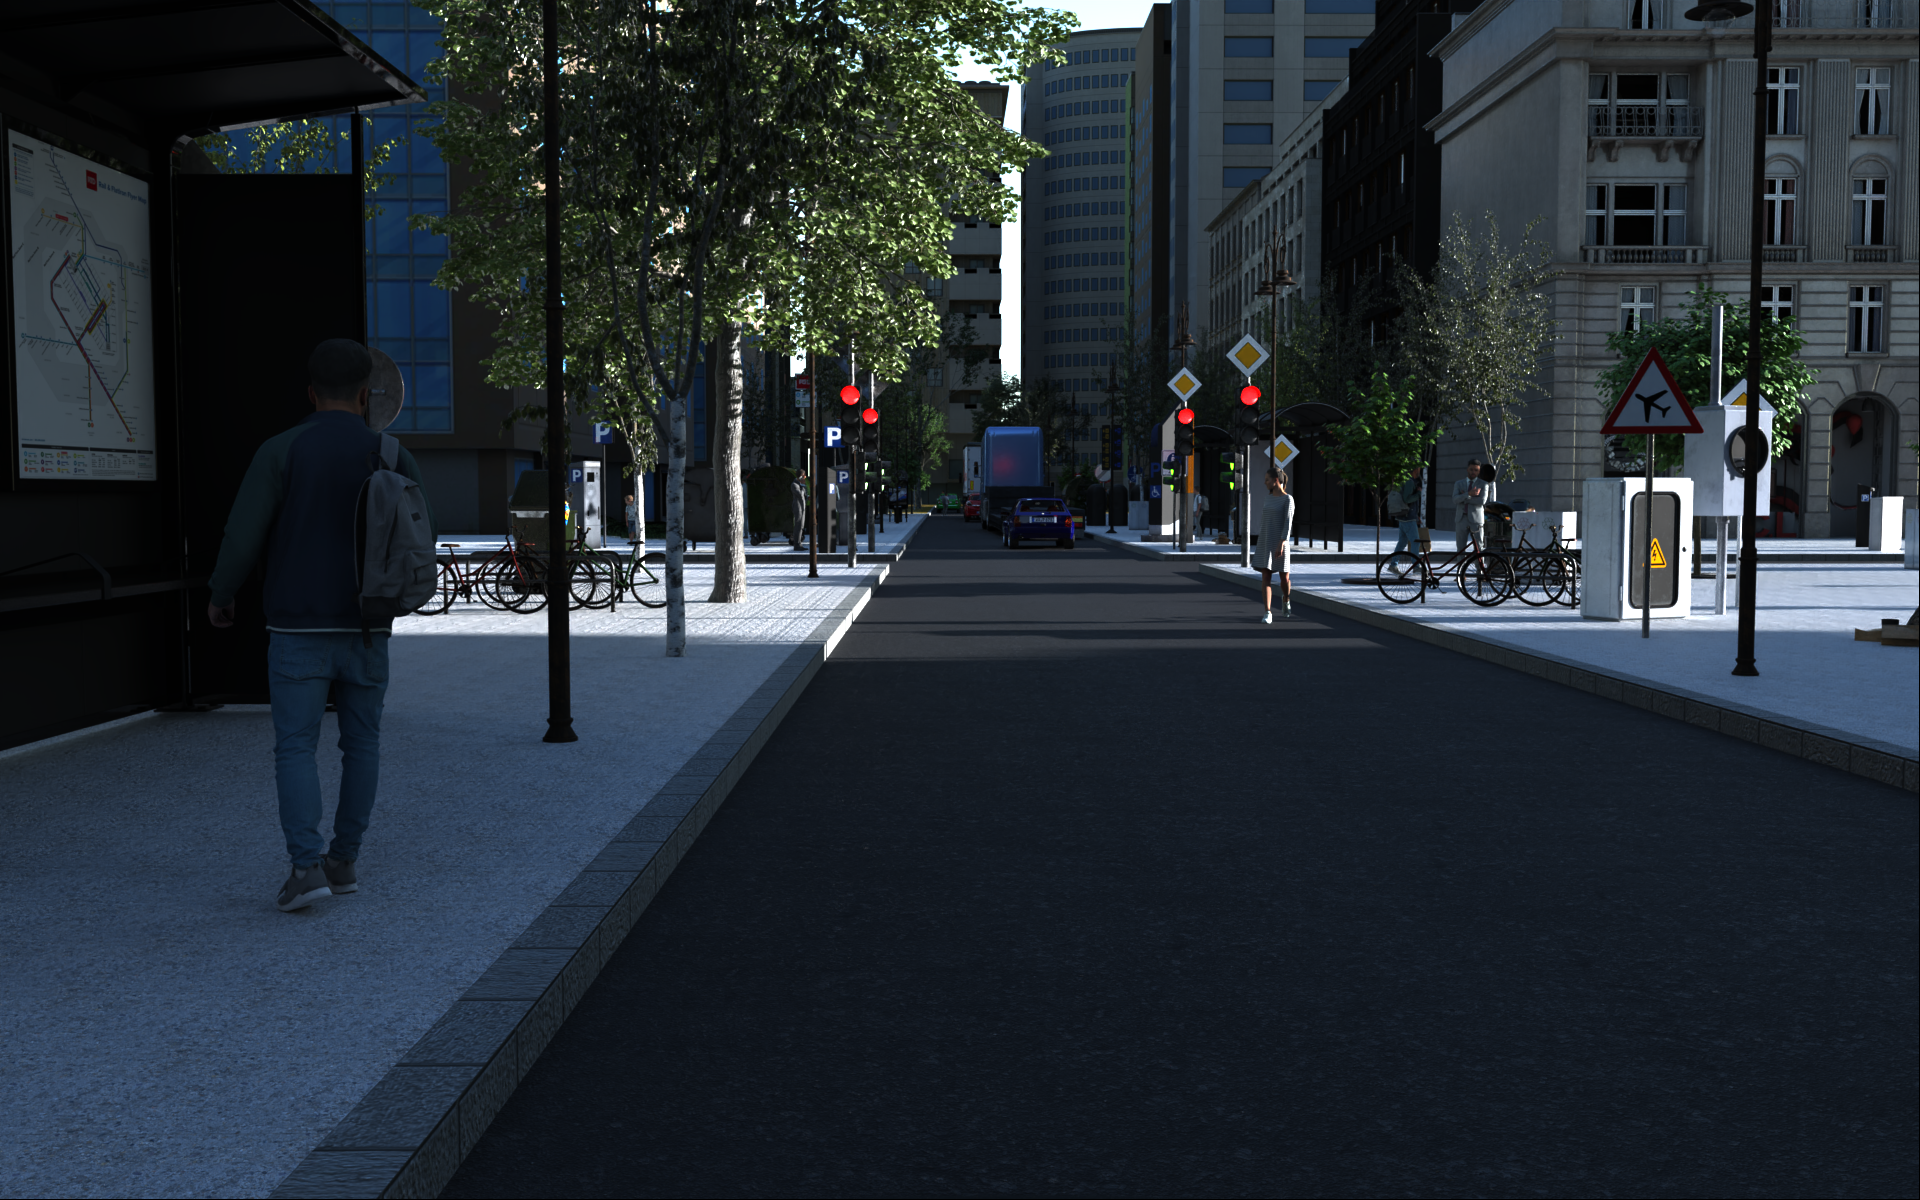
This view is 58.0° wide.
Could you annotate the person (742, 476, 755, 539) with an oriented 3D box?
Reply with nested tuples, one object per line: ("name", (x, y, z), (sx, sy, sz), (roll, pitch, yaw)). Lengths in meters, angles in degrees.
("person", (-6.134, -2.680, 49.954), (0.635, 1.810, 0.391), (-2, 4, -30))

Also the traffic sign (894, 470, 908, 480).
("traffic sign", (-3.117, -5.588, 91.468), (0.768, 2.556, 0.104), (0, 4, 8))

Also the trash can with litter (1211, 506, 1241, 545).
("trash can with litter", (6.968, -1.996, 44.027), (1.055, 1.170, 0.624), (-1, 4, -10))

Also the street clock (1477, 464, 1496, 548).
("street clock", (12.454, -2.238, 41.169), (0.471, 2.002, 0.358), (-1, 4, -20))

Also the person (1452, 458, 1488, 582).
("person", (7.449, -1.166, 25.295), (0.511, 1.800, 0.466), (1, 4, 12))

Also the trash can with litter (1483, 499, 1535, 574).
("trash can with litter", (8.847, -1.010, 27.906), (1.055, 1.170, 0.624), (-2, 4, -33))

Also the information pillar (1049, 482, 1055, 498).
("information pillar", (5.413, -5.950, 101.777), (0.304, 2.012, 0.304), (0, 4, -8))

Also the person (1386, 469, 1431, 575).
("person", (7.048, -1.289, 27.107), (0.713, 1.824, 0.794), (2, 4, 25))

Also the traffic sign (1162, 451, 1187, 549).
("traffic sign", (4.960, -2.319, 40.048), (0.606, 2.300, 0.079), (0, 4, 5))

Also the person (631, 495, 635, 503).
("person", (-10.353, -2.714, 55.096), (0.352, 1.250, 0.332), (0, 4, 7))

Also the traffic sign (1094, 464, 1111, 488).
("traffic sign", (5.990, -4.412, 72.249), (0.768, 2.556, 0.104), (0, 4, 7))

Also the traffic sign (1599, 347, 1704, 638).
("traffic sign", (6.118, -0.940, 15.381), (0.884, 2.594, 0.081), (0, 4, 7))

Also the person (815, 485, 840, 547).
("person", (-3.237, -2.166, 41.628), (0.661, 1.801, 0.590), (-2, 4, -34))

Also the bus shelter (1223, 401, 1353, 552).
("bus shelter", (7.691, -2.858, 40.660), (2.014, 3.302, 5.546), (0, 4, 0))

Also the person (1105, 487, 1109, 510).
("person", (11.570, -8.052, 137.771), (0.705, 1.814, 1.350), (3, 5, 43))

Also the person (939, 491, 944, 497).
("person", (-1.711, -9.429, 163.202), (0.750, 1.759, 0.617), (-1, 4, -10))

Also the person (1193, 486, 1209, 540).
("person", (6.661, -2.433, 48.412), (0.523, 1.515, 0.503), (-2, 4, -29))

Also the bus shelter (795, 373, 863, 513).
("bus shelter", (-4.417, -5.056, 60.292), (2.179, 5.291, 8.768), (0, 4, 0))

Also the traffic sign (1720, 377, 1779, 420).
("traffic sign", (8.857, -1.215, 19.592), (0.795, 2.593, 0.064), (0, 4, 2))

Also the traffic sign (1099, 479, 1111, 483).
("traffic sign", (6.818, -4.991, 81.711), (0.768, 2.556, 0.104), (0, 4, 5))

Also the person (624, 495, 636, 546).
("person", (-8.126, -1.971, 42.951), (0.332, 1.250, 0.352), (3, 5, 41))

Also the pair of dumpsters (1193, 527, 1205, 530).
("pair of dumpsters", (7.846, -3.637, 61.950), (1.574, 2.255, 4.437), (0, 4, 0))

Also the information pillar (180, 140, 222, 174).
("information pillar", (-4.703, -1.183, 10.690), (0.183, 3.616, 0.504), (2, 4, 28))

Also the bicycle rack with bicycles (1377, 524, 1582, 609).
("bicycle rack with bicycles", (6.717, -0.421, 20.273), (2.925, 0.926, 2.852), (3, 5, 39))

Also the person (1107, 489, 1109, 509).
("person", (13.092, -8.875, 151.883), (0.721, 1.736, 1.217), (2, 4, 34))

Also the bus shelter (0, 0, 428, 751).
("bus shelter", (-3.945, -0.971, 7.164), (1.731, 3.624, 6.357), (0, 4, -1))

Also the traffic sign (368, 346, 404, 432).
("traffic sign", (-5.131, -0.902, 14.854), (0.768, 2.556, 0.104), (1, 4, 9))

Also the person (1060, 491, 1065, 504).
("person", (10.374, -10.311, 175.073), (0.568, 1.767, 0.683), (-1, 4, -11))

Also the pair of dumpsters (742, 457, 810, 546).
("pair of dumpsters", (-4.684, -2.579, 44.660), (1.574, 2.255, 4.437), (0, 4, 0))

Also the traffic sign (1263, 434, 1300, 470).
("traffic sign", (7.006, -2.320, 37.663), (0.795, 2.593, 0.064), (1, 4, 9))

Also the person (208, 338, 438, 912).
("person", (-1.999, 0.053, 5.530), (0.721, 1.781, 0.623), (3, 5, 44))

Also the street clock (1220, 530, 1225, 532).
("street clock", (8.844, -3.296, 58.468), (0.358, 2.002, 0.471), (-1, 4, -16))

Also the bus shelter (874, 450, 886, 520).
("bus shelter", (-4.784, -6.493, 83.798), (2.179, 5.291, 8.768), (0, 4, 0))

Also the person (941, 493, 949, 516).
("person", (-0.961, -6.184, 112.207), (0.503, 1.515, 0.523), (0, 4, -5))

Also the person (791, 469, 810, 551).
("person", (-3.578, -2.043, 39.249), (0.447, 1.846, 0.655), (0, 4, 5))

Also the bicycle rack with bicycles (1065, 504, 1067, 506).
("bicycle rack with bicycles", (6.683, -5.917, 110.126), (2.925, 0.926, 2.852), (1, 4, 9))

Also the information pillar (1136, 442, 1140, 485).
("information pillar", (7.539, -5.013, 73.309), (0.183, 3.616, 0.504), (1, 4, 16))

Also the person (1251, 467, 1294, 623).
("person", (3.537, -0.625, 19.463), (0.466, 1.731, 0.760), (1, 4, 20))

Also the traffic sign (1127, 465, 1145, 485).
("traffic sign", (7.754, -4.669, 76.446), (0.768, 2.556, 0.104), (0, 4, 4))

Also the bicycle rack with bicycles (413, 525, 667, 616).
("bicycle rack with bicycles", (-4.586, -0.369, 19.413), (2.925, 0.926, 2.852), (0, 4, -7))

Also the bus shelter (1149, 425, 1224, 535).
("bus shelter", (7.140, -3.638, 53.408), (2.014, 3.302, 5.546), (0, 4, 0))
